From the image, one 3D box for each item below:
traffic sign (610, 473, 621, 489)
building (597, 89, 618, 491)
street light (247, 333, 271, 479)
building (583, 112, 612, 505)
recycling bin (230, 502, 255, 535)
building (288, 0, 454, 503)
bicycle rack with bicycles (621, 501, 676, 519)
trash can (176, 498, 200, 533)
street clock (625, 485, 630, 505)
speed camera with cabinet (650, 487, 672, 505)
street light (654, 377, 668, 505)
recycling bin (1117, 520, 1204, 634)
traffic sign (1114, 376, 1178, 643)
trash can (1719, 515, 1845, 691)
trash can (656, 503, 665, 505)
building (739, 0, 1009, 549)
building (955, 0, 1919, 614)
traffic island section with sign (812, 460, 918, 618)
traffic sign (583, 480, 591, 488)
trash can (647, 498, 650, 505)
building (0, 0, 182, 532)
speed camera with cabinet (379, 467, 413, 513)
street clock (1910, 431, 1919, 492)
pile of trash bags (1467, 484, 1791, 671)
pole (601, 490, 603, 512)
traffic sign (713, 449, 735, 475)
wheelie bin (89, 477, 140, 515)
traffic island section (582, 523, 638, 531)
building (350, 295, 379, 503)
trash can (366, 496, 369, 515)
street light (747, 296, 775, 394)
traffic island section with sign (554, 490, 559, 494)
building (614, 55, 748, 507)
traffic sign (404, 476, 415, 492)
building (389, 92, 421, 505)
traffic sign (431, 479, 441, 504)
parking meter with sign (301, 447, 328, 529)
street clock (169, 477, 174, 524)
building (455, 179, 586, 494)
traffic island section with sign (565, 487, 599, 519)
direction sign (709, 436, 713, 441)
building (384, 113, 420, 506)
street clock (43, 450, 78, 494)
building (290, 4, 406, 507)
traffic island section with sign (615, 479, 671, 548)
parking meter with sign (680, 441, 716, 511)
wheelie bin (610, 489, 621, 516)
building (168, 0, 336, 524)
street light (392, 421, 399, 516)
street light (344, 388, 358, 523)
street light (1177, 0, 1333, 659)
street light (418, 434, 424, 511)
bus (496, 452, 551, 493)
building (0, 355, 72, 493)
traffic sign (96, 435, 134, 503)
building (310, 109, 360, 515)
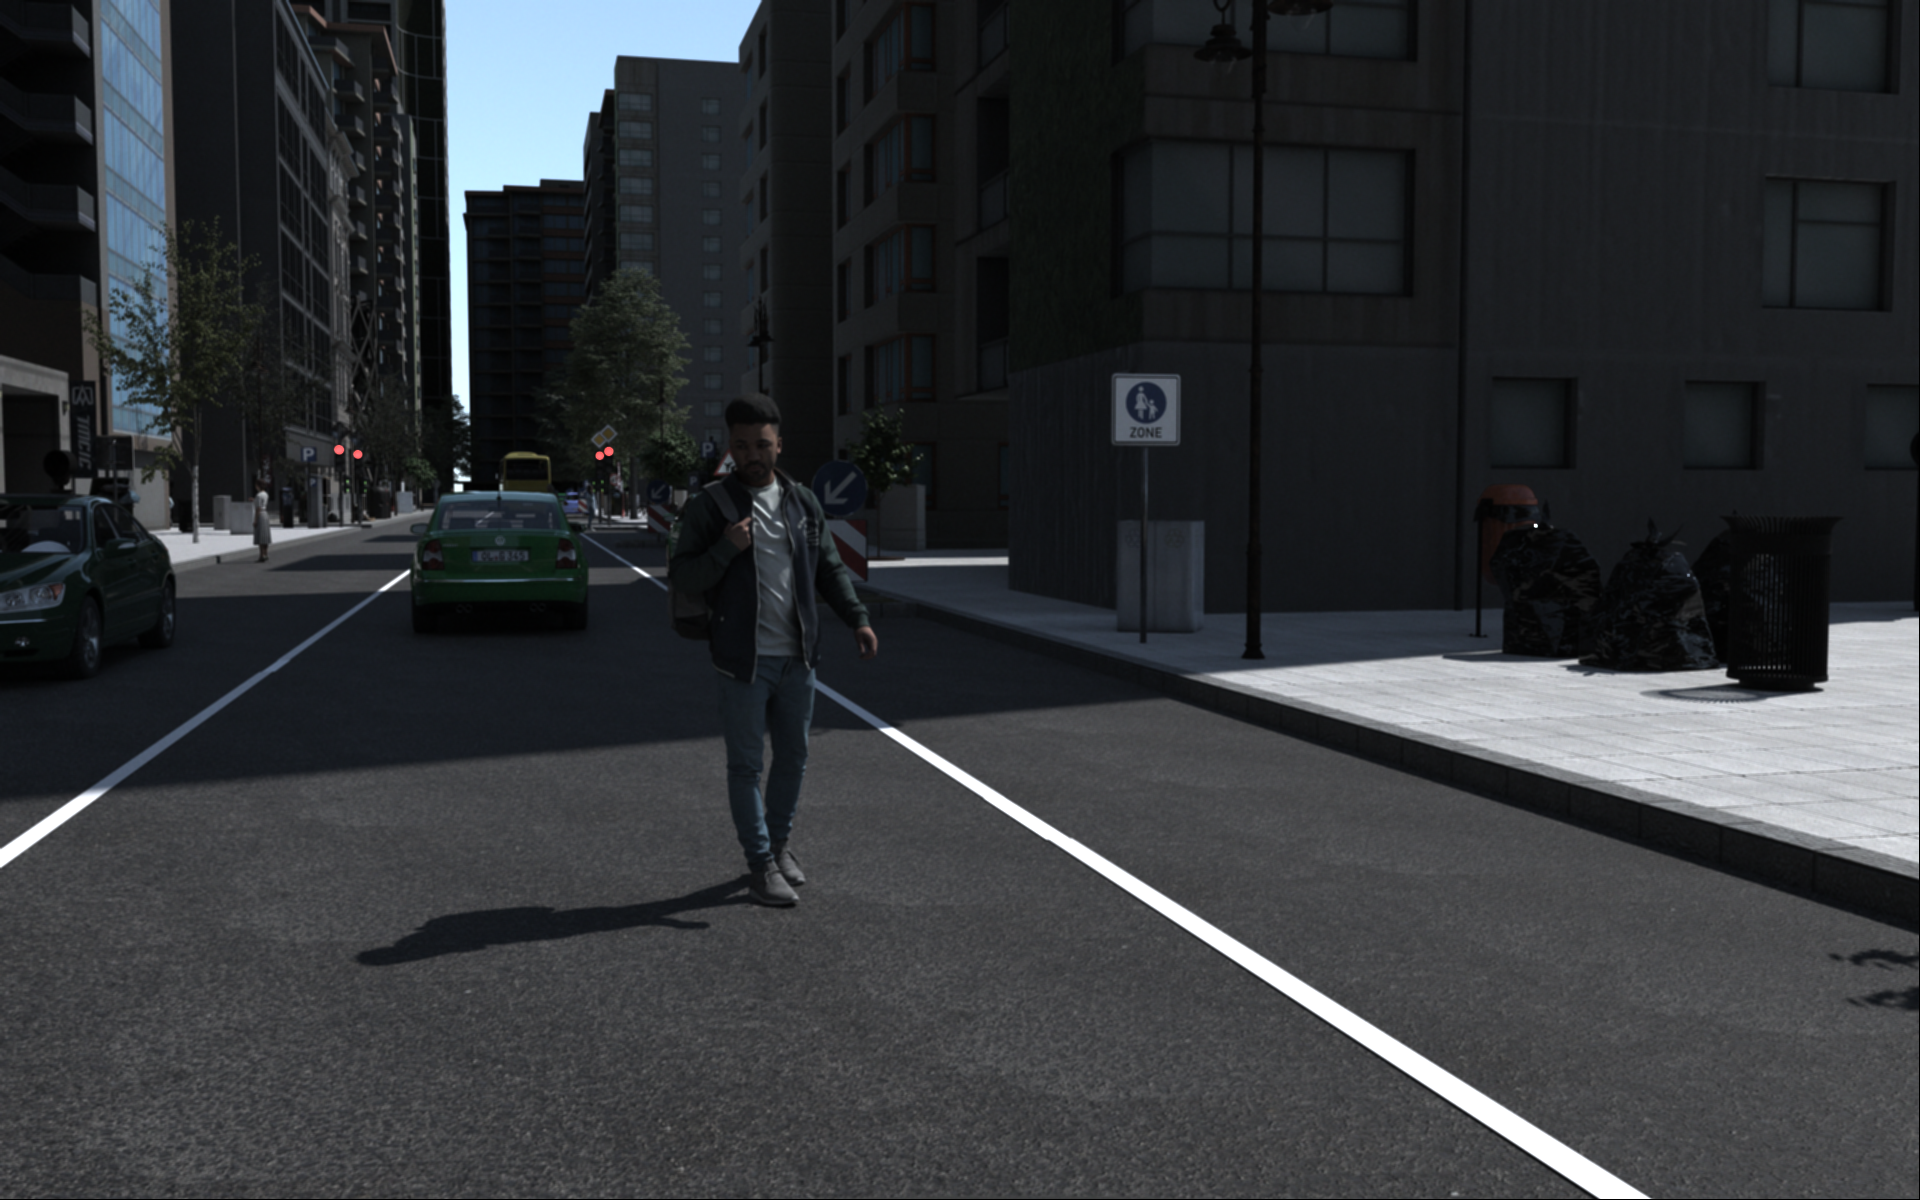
[{"bbox_3d":[-20.910,-6.415,104.994,0.768,2.556,0.104,0,4,-7],"label":"traffic sign"},{"bbox_3d":[-27.703,-32.645,188.378,22.147,44.769,28.867,-1,4,-14],"label":"building"},{"bbox_3d":[-20.111,-4.711,49.810,0.468,5.910,1.993,-1,4,-14],"label":"street light"},{"bbox_3d":[-34.678,-36.011,212.480,21.300,48.544,21.600,-1,4,-14],"label":"building"},{"bbox_3d":[-22.699,-2.588,54.865,0.722,1.027,0.722,-1,4,-16],"label":"recycling bin"},{"bbox_3d":[-80.677,-48.823,236.500,20.611,71.187,20.563,-1,4,-14],"label":"building"},{"bbox_3d":[-16.505,-4.736,90.810,2.852,0.926,2.925,-2,4,-32],"label":"bicycle rack with bicycles"},{"bbox_3d":[-25.659,-2.810,57.603,0.748,1.137,0.748,0,3,0],"label":"trash can"},{"bbox_3d":[-25.874,-7.960,134.709,0.471,2.002,0.358,3,4,38],"label":"street clock"},{"bbox_3d":[-21.868,-8.092,126.643,0.660,3.252,2.038,-3,5,-44],"label":"speed camera with cabinet"},{"bbox_3d":[-11.818,-5.865,68.681,0.468,5.910,1.993,-1,4,-14],"label":"street light"},{"bbox_3d":[1.896,-0.231,16.327,0.722,1.027,0.722,1,4,16],"label":"recycling bin"},{"bbox_3d":[1.577,-0.778,14.842,0.606,2.300,0.079,-1,4,-12],"label":"traffic sign"},{"bbox_3d":[5.414,0.012,11.452,0.748,1.137,0.748,0,3,0],"label":"trash can"},{"bbox_3d":[-20.987,-6.708,121.321,0.748,1.137,0.748,0,3,0],"label":"trash can"},{"bbox_3d":[8.423,-12.947,56.731,27.650,21.520,28.899,-1,4,-14],"label":"building"},{"bbox_3d":[7.034,-20.906,25.404,14.154,41.232,14.086,-1,4,-14],"label":"building"},{"bbox_3d":[-1.687,-0.753,20.936,1.989,1.847,2.006,-1,4,-14],"label":"traffic island section with sign"},{"bbox_3d":[-31.815,-9.049,148.061,0.768,2.556,0.104,-1,4,-10],"label":"traffic sign"},{"bbox_3d":[-25.739,-8.111,144.260,0.748,1.137,0.748,0,3,0],"label":"trash can"},{"bbox_3d":[-33.371,-24.649,53.122,14.200,45.320,14.600,-1,4,-14],"label":"building"},{"bbox_3d":[-37.515,-7.392,115.194,2.038,3.252,0.660,-2,4,-32],"label":"speed camera with cabinet"},{"bbox_3d":[10.302,-0.840,18.302,0.471,2.002,0.358,1,4,18],"label":"street clock"},{"bbox_3d":[5.221,-0.275,14.241,1.912,1.369,3.447,-1,4,-13],"label":"pile of trash bags"},{"bbox_3d":[-26.064,-8.090,126.116,0.158,3.312,0.155,0,3,0],"label":"pole"},{"bbox_3d":[-6.600,-3.027,49.495,0.884,2.594,0.081,-1,4,-10],"label":"traffic sign"},{"bbox_3d":[-15.914,-1.508,32.571,0.980,1.594,0.693,-3,5,-43],"label":"wheelie bin"},{"bbox_3d":[-14.017,-2.879,69.357,2.009,0.180,2.903,-1,4,-14],"label":"traffic island section"},{"bbox_3d":[-52.044,-15.943,128.114,16.820,18.784,16.811,-1,4,-14],"label":"building"},{"bbox_3d":[-37.249,-5.927,108.555,0.748,1.137,0.748,0,3,0],"label":"trash can"},{"bbox_3d":[-4.672,-4.151,40.660,0.468,5.910,1.993,-1,4,-14],"label":"street light"},{"bbox_3d":[-28.833,-7.272,127.519,1.989,1.847,2.006,-1,4,-14],"label":"traffic island section with sign"},{"bbox_3d":[-26.005,-29.554,166.798,14.154,41.232,14.086,-1,4,-14],"label":"building"},{"bbox_3d":[-39.161,-7.532,123.259,0.768,2.556,0.104,0,4,-6],"label":"traffic sign"},{"bbox_3d":[-74.920,-35.417,202.771,21.600,48.544,21.300,-1,4,-14],"label":"building"},{"bbox_3d":[-44.675,-9.025,147.670,0.768,2.556,0.104,-1,4,-13],"label":"traffic sign"},{"bbox_3d":[-24.140,-4.196,64.865,0.543,3.016,1.738,0,4,-6],"label":"parking meter with sign"},{"bbox_3d":[-33.673,-4.235,73.809,0.358,2.002,0.471,-3,5,-41],"label":"street clock"},{"bbox_3d":[-56.175,-36.036,243.813,28.867,44.769,22.147,-1,4,-14],"label":"building"},{"bbox_3d":[-22.108,-5.654,101.073,1.989,1.847,2.006,-1,4,-14],"label":"traffic island section with sign"},{"bbox_3d":[-9.761,-4.653,68.068,0.379,3.537,0.876,-1,4,-15],"label":"direction sign"},{"bbox_3d":[-64.101,-30.336,179.595,14.154,41.232,14.086,-1,4,-14],"label":"building"},{"bbox_3d":[-14.797,-1.466,28.538,0.471,2.002,0.358,0,4,7],"label":"street clock"},{"bbox_3d":[-62.869,-30.768,157.682,22.147,44.769,28.867,-1,4,-14],"label":"building"},{"bbox_3d":[-8.354,-2.350,47.057,1.989,1.847,2.006,-1,4,-14],"label":"traffic island section with sign"},{"bbox_3d":[-8.589,-3.693,56.635,0.543,3.016,1.738,1,4,18],"label":"parking meter with sign"},{"bbox_3d":[-20.262,-5.755,102.001,0.693,1.594,0.980,-3,5,-41],"label":"wheelie bin"},{"bbox_3d":[-39.639,-17.852,85.390,14.314,27.812,24.014,-1,4,-14],"label":"building"},{"bbox_3d":[-33.514,-7.948,102.735,0.468,5.910,1.993,-1,4,-14],"label":"street light"},{"bbox_3d":[-26.503,-6.278,75.431,0.468,5.910,1.993,-1,4,-14],"label":"street light"},{"bbox_3d":[2.289,-2.481,13.344,0.468,5.910,1.993,-1,4,-14],"label":"street light"},{"bbox_3d":[-40.435,-9.619,130.061,0.468,5.910,1.993,-1,4,-14],"label":"street light"},{"bbox_3d":[-25.451,-6.691,100.951,2.896,3.916,12.252,-1,4,-16],"label":"bus"},{"bbox_3d":[-26.772,-35.955,26.123,20.563,71.187,20.611,-1,4,-14],"label":"building"},{"bbox_3d":[-14.727,-1.718,30.213,0.606,2.300,0.079,0,4,-8],"label":"traffic sign"},{"bbox_3d":[-45.649,-19.630,108.338,14.401,28.519,23.554,-1,4,-14],"label":"building"}]
